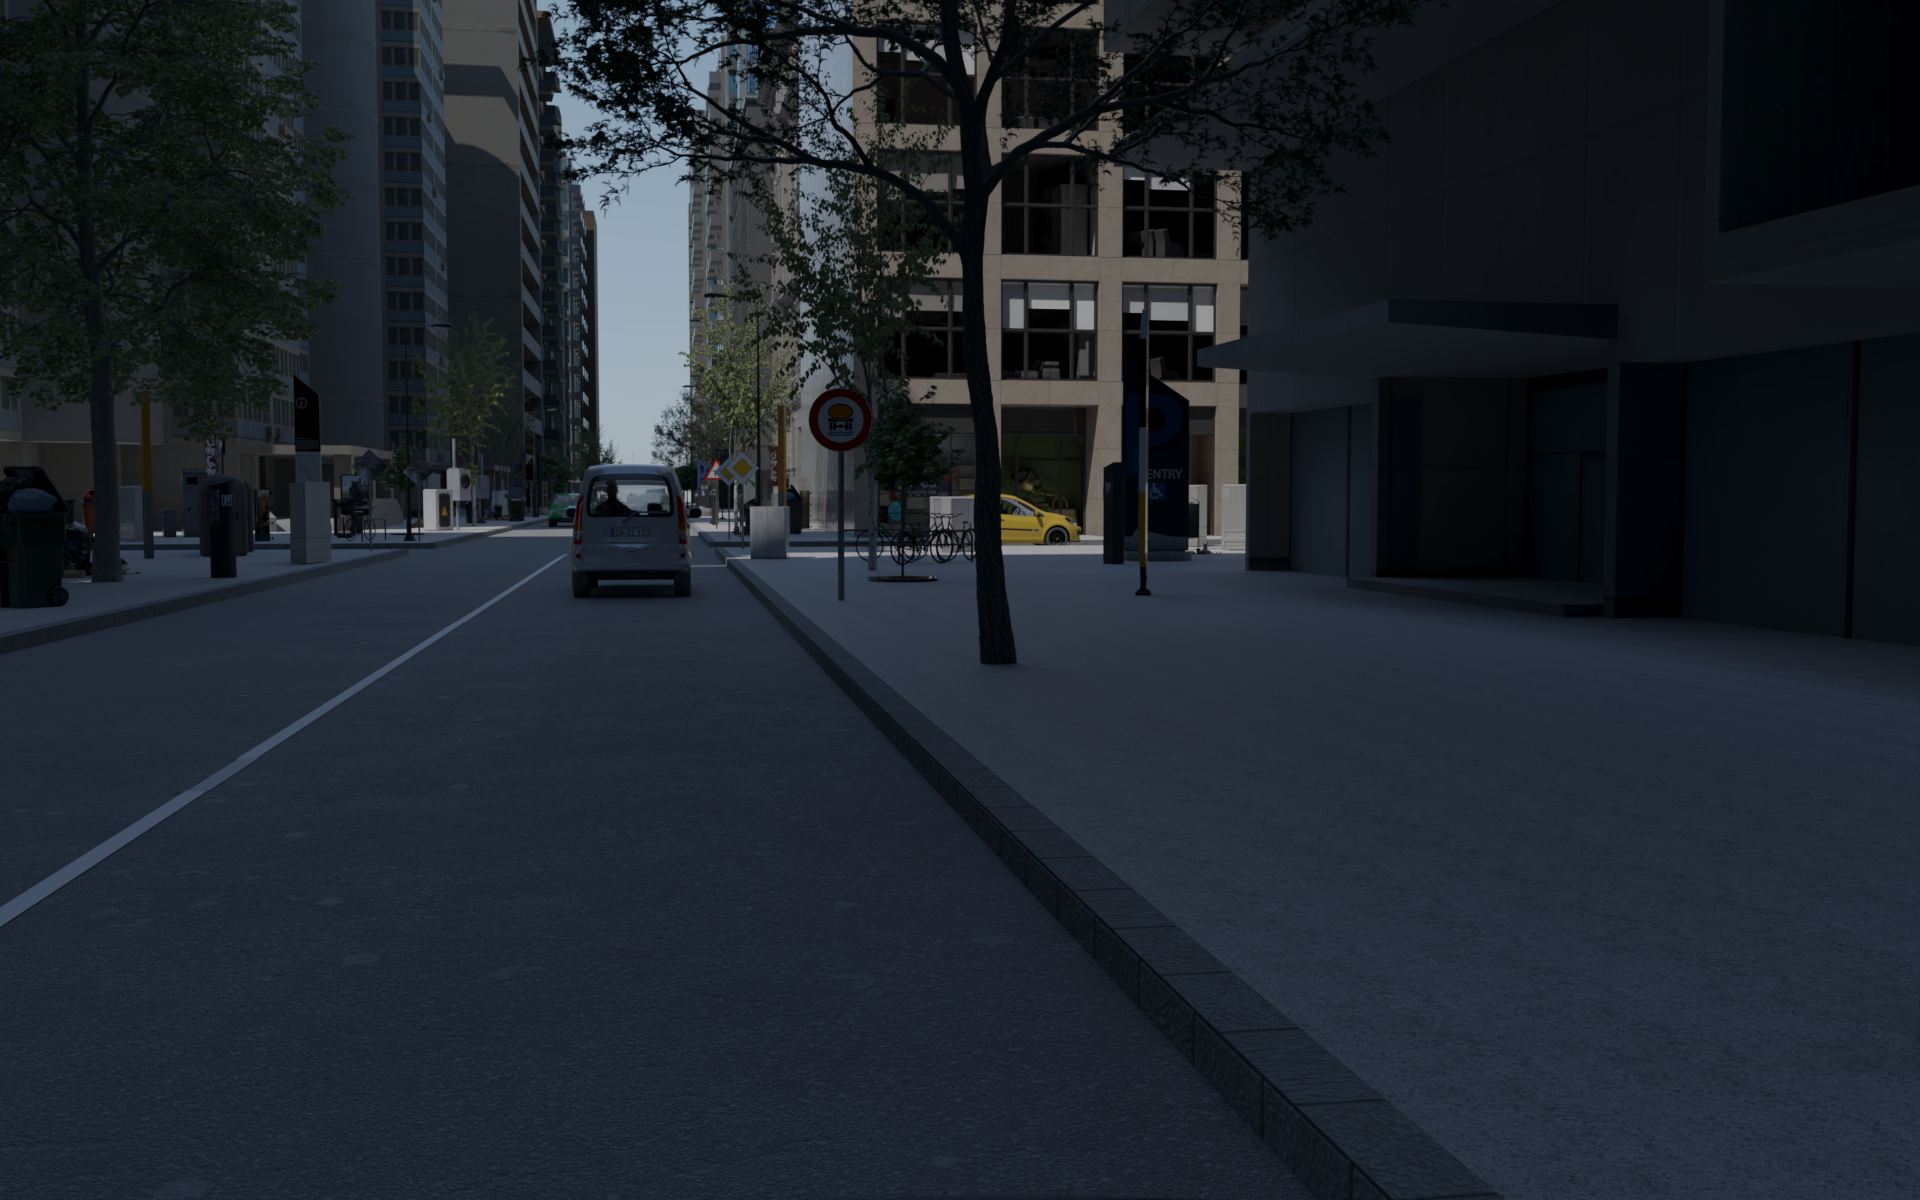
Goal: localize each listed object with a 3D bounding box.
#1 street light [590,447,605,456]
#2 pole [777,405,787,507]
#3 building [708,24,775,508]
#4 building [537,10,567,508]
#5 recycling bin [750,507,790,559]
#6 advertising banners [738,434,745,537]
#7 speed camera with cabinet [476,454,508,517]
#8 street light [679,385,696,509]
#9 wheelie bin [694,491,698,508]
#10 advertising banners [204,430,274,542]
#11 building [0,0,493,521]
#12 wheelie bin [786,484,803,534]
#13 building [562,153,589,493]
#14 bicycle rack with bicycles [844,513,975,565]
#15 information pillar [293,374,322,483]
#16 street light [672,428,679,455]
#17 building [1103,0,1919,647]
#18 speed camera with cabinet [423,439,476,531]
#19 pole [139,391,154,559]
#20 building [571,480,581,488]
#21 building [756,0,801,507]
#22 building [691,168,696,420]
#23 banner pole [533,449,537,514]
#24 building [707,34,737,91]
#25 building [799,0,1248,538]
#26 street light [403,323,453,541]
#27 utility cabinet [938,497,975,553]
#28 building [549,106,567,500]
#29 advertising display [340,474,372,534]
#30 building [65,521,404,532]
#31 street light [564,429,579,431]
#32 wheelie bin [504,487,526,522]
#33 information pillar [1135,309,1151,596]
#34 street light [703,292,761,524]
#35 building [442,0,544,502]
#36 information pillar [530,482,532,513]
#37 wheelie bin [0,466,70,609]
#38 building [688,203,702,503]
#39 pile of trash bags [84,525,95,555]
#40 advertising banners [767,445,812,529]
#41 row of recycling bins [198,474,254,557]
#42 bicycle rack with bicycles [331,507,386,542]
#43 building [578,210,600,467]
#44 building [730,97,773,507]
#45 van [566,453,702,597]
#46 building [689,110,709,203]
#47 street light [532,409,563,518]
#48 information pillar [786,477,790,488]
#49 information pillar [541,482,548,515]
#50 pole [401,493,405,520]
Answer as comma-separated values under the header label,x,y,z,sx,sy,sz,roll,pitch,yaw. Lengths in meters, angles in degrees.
label,x,y,z,sx,sy,sz,roll,pitch,yaw
street light,-35.875,-12.084,170.118,1.470,5.913,1.316,-1,4,-10
pole,-4.096,-2.816,39.886,0.158,3.312,0.155,0,3,0
building,-10.506,-51.218,150.086,22.319,86.520,31.000,-1,4,-10
building,-46.936,-30.544,154.014,22.147,44.769,28.867,-1,4,-10
recycling bin,-3.783,-1.343,34.508,0.722,1.027,0.722,0,4,0
advertising banners,-6.440,-3.358,51.099,0.090,3.025,2.074,-1,4,-11
speed camera with cabinet,-23.271,-5.631,86.410,2.038,3.252,0.660,-3,5,-41
street light,-11.109,-6.197,73.863,1.470,5.913,1.316,-1,4,-10
wheelie bin,-15.455,-5.820,103.058,0.693,1.594,0.980,-1,4,-13
advertising banners,-19.273,-3.057,46.168,0.090,3.025,2.074,2,4,34
building,-44.217,-25.183,103.617,32.217,40.220,23.993,-1,4,-10
wheelie bin,-5.403,-2.913,55.543,0.693,1.594,0.980,-1,4,-11
building,-63.457,-37.982,240.620,23.786,49.044,30.456,-1,4,-10
bicycle rack with bicycles,-0.805,-1.185,32.763,2.925,0.926,2.852,-3,5,-39
information pillar,-12.776,-2.603,33.918,0.504,3.616,0.183,-1,4,-11
street light,-19.351,-9.111,121.502,1.470,5.913,1.316,-1,4,-10
building,17.796,-26.185,17.365,28.713,52.752,27.495,-1,4,-10
speed camera with cabinet,-18.114,-4.089,61.195,0.660,3.252,2.038,1,4,20
pole,-16.091,-2.472,34.265,0.158,3.312,0.155,0,3,0
building,-62.513,-31.886,213.209,32.217,40.220,23.993,-1,4,-10
building,-2.776,-18.405,88.307,14.401,28.519,23.554,-1,4,-10
building,-23.371,-36.999,224.548,23.786,49.044,30.456,-1,4,-10
banner pole,-23.581,-6.490,96.124,0.401,3.779,0.863,0,4,0
building,-15.202,-34.389,181.862,23.786,49.044,30.456,-1,4,-10
building,11.995,-15.784,62.592,34.151,26.468,19.350,-1,4,-10
street light,-14.456,-4.559,47.083,1.470,5.913,1.316,-1,4,-10
utility cabinet,0.012,-1.650,38.147,0.306,1.237,1.020,3,4,37
building,-47.800,-30.127,176.164,14.154,41.232,14.086,-1,4,-10
advertising display,-19.594,-3.120,56.226,0.974,1.923,0.123,-2,4,-31
building,-38.390,-22.697,62.976,32.217,40.220,23.993,-1,4,-10
street light,-27.646,-9.182,122.670,1.470,5.913,1.316,-1,4,-10
wheelie bin,-21.151,-4.573,82.675,0.980,1.594,0.693,3,4,39
information pillar,2.314,-1.863,21.821,0.183,3.616,0.504,1,4,9
street light,-5.215,-4.136,40.161,1.470,5.913,1.316,-1,4,-10
building,-42.778,-30.867,128.380,21.300,48.544,21.600,-1,4,-10
information pillar,-25.288,-5.998,102.566,0.304,2.012,0.304,-2,4,-25
wheelie bin,-10.568,-0.716,19.617,0.980,1.594,0.693,2,4,26
building,-31.354,-34.396,245.966,14.154,41.232,14.086,-1,4,-10
pile of trash bags,-19.254,-1.575,35.507,3.447,1.369,1.912,-3,5,-40
advertising banners,-6.207,-4.093,63.103,0.090,3.025,2.074,3,5,44
row of recycling bins,-15.686,-1.827,36.991,1.069,1.692,3.534,-1,4,-19
bicycle rack with bicycles,-17.062,-2.072,47.267,2.852,0.926,2.925,0,4,3
building,-62.382,-37.556,264.146,14.600,45.320,14.200,-1,4,-10
building,-7.171,-19.481,112.027,14.314,27.812,24.014,-1,4,-10
van,-4.813,-1.133,25.537,2.013,2.044,4.112,-1,4,-9
building,-30.907,-44.339,266.940,21.231,58.520,28.212,-1,4,-10
street light,-22.693,-7.469,94.657,1.470,5.913,1.316,-1,4,-10
information pillar,-7.640,-4.344,75.524,0.304,2.012,0.304,3,4,37
information pillar,-25.148,-6.137,104.836,0.304,2.012,0.304,-2,4,-27
pole,-27.500,-5.605,85.485,0.158,3.312,0.155,0,3,0
